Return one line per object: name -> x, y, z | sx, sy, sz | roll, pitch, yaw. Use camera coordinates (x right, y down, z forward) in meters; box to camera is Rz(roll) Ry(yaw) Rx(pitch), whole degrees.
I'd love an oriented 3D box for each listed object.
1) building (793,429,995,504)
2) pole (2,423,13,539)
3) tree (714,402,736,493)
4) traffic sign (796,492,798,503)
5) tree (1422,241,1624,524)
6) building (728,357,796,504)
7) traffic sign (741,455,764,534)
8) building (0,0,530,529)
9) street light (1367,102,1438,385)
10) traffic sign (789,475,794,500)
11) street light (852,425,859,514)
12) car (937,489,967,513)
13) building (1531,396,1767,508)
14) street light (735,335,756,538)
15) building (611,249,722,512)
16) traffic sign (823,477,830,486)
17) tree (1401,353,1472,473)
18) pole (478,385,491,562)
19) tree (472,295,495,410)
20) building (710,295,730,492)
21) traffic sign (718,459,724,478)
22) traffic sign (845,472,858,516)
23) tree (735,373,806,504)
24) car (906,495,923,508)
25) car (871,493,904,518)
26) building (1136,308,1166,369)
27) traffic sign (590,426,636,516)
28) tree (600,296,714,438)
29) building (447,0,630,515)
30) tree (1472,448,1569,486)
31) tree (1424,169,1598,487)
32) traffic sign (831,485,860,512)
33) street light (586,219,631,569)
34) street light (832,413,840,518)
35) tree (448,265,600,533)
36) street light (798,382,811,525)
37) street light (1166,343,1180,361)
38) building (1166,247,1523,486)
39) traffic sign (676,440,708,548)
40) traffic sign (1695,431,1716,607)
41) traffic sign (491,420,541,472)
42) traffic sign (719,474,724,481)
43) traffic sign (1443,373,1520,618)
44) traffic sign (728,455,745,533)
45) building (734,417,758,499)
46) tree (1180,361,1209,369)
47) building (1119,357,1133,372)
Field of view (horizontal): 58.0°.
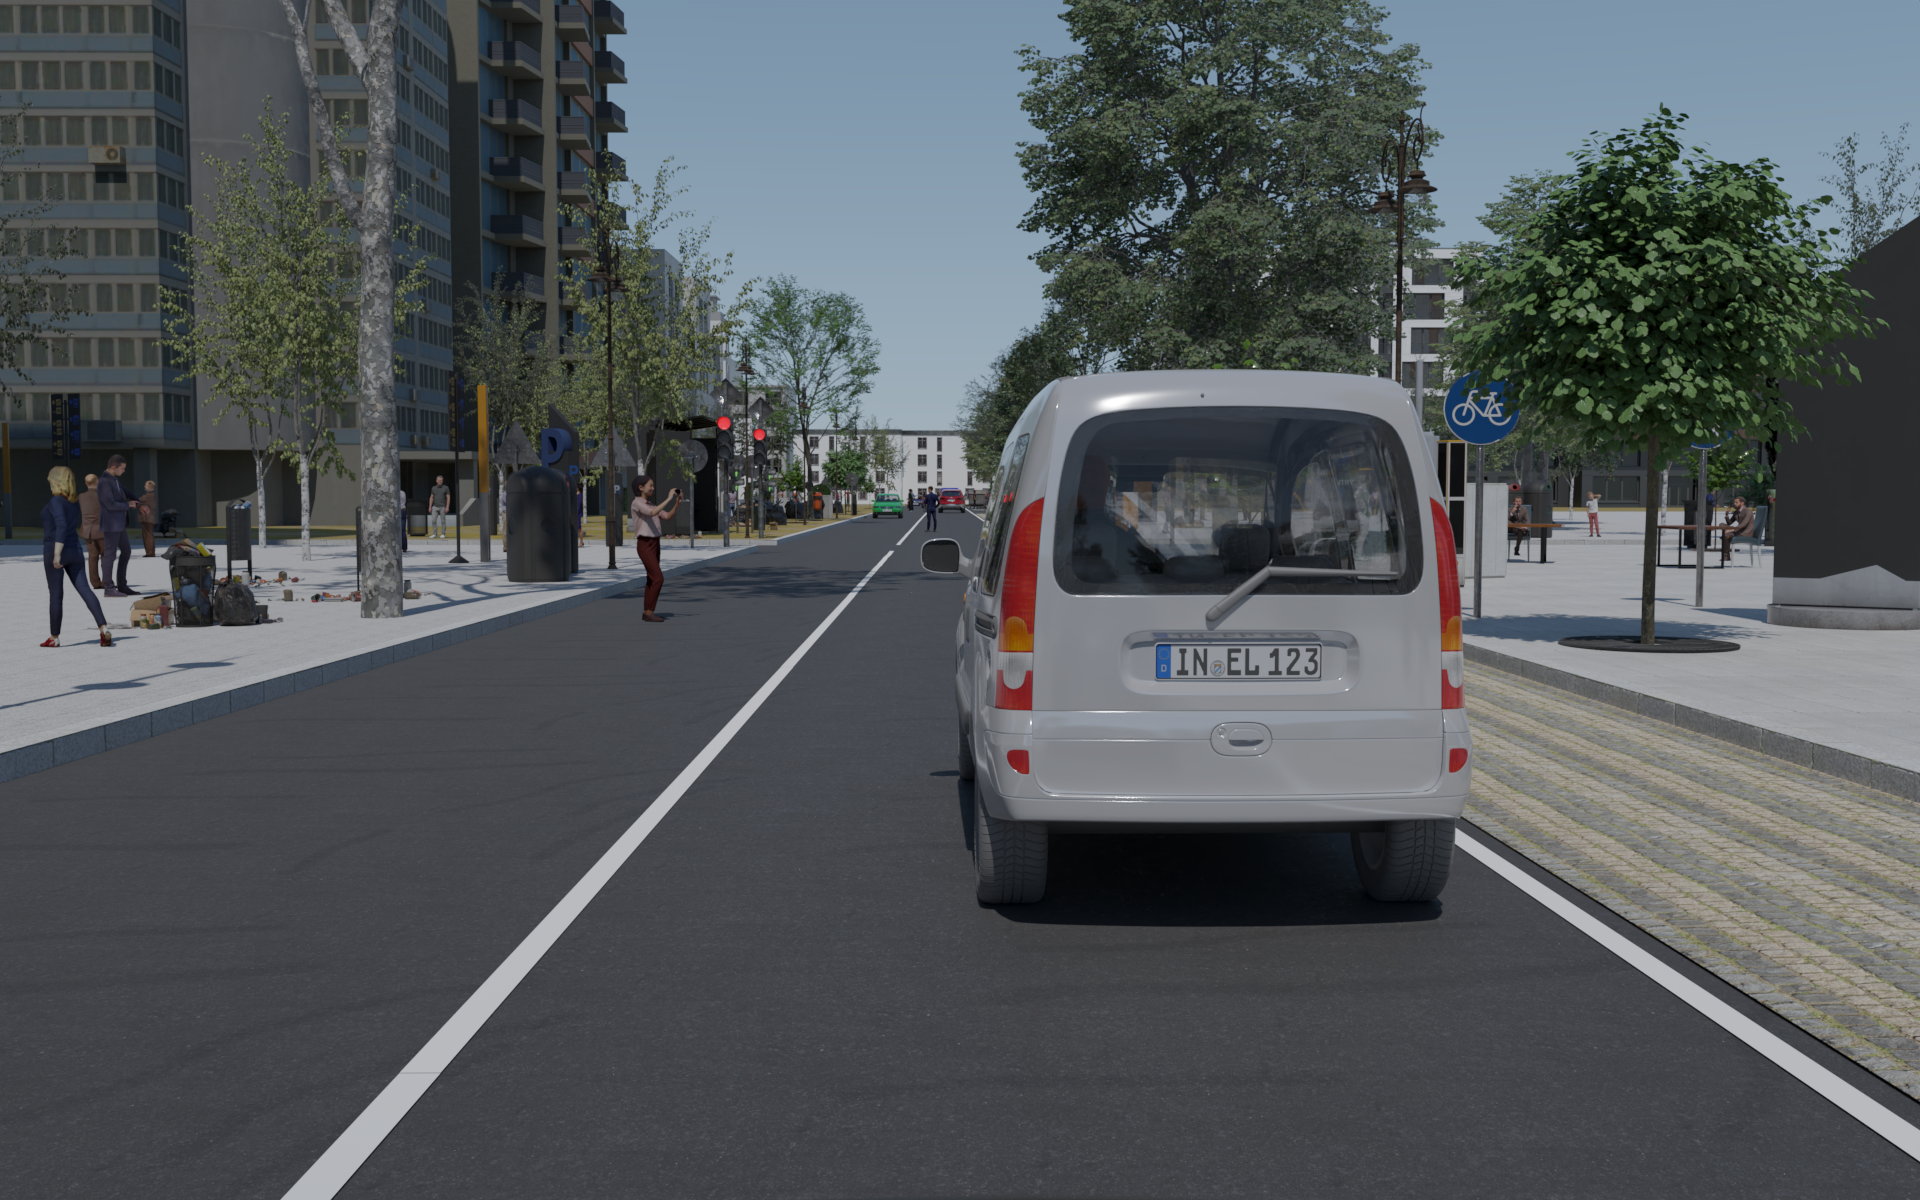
building -> -7.667, -17.513, 228.490 | 28.070, 9.664, 9.099 | 0, 4, -1
pole -> -27.312, -3.413, 49.638 | 0.158, 3.312, 0.155 | 0, 3, 0
tree -> -14.099, -9.675, 108.541 | 4.360, 8.622, 3.978 | 0, 3, 0
traffic sign -> -10.159, -6.593, 107.903 | 0.768, 2.556, 0.104 | 0, 4, 2
tree -> 25.037, -9.609, 74.110 | 9.611, 12.733, 9.660 | 0, 3, 0
building -> -38.209, -22.266, 230.510 | 31.486, 18.905, 16.747 | 0, 4, -1
traffic sign -> -6.743, -3.428, 56.157 | 0.768, 2.556, 0.104 | 0, 4, 8
building -> -35.859, -23.381, 74.159 | 32.217, 40.220, 23.993 | 0, 4, -1
street light -> 5.311, -2.947, 20.979 | 0.468, 5.910, 1.993 | 0, 4, -1
traffic sign -> -10.106, -6.410, 104.902 | 0.768, 2.556, 0.104 | 0, 4, 1
street light -> -6.783, -8.577, 113.022 | 0.468, 5.910, 1.993 | 0, 4, -1
car -> -0.619, -7.540, 131.952 | 2.281, 1.827, 5.304 | 0, 4, 1
building -> 61.943, -20.207, 174.363 | 32.646, 21.610, 27.936 | 0, 4, -1
street light -> -6.205, -4.746, 50.390 | 0.468, 5.910, 1.993 | 0, 4, -1
building -> -29.765, -16.779, 140.795 | 16.747, 18.905, 31.486 | 0, 4, -1
traffic sign -> -9.364, -7.373, 120.558 | 0.884, 2.594, 0.081 | 0, 4, 4
tree -> 24.199, -8.516, 89.594 | 4.360, 8.622, 3.978 | 0, 3, 0
pole -> -8.940, -2.367, 32.545 | 0.158, 3.312, 0.155 | 0, 3, 0
tree -> -16.442, -6.999, 64.800 | 4.737, 8.622, 4.395 | 0, 3, 0
building -> -29.695, -18.713, 162.378 | 16.016, 20.091, 11.380 | 0, 4, -1
traffic sign -> -8.281, -3.644, 59.306 | 0.795, 2.593, 0.064 | 0, 4, 3
traffic sign -> -6.376, -6.235, 102.051 | 0.768, 2.556, 0.104 | 0, 4, 5
tree -> -10.895, -9.251, 101.624 | 4.360, 8.622, 3.978 | 0, 3, 0
car -> -4.531, -10.105, 177.792 | 1.945, 1.354, 3.894 | 0, 4, -1
car -> -4.289, -5.763, 103.017 | 1.959, 1.807, 4.718 | 0, 4, -1
building -> 26.498, -19.918, 182.075 | 16.016, 20.091, 11.380 | 0, 4, -1
traffic sign -> -6.616, -2.020, 33.028 | 0.884, 2.594, 0.081 | 0, 4, 0
tree -> -11.092, -6.854, 62.428 | 4.360, 8.622, 3.978 | 0, 3, 0
building -> -31.638, -27.267, 100.441 | 22.147, 44.769, 28.867 | 0, 4, -1
tree -> 30.072, -8.687, 92.388 | 4.360, 8.622, 3.978 | 0, 3, 0
tree -> 20.493, -8.737, 60.977 | 7.486, 12.596, 7.792 | 0, 3, 0
traffic sign -> -8.184, -7.831, 121.909 | 2.265, 3.308, 0.079 | 0, 4, 0
street light -> -5.948, -3.466, 29.454 | 0.468, 5.910, 1.993 | 0, 4, -1
street light -> -6.543, -7.281, 91.834 | 0.468, 5.910, 1.993 | 0, 4, -1
tree -> -14.913, -6.516, 56.898 | 4.360, 8.622, 3.978 | 0, 3, 0
street light -> -6.391, -6.017, 71.161 | 0.468, 5.910, 1.993 | 0, 4, -1
street light -> 5.126, -4.212, 41.659 | 0.468, 5.910, 1.993 | 0, 4, -1
building -> 32.613, -19.332, 160.046 | 27.936, 21.610, 32.646 | 0, 4, -1
traffic sign -> -6.323, -2.490, 40.815 | 0.768, 2.556, 0.104 | 0, 4, 6
traffic sign -> 8.398, -1.192, 19.599 | 0.768, 2.556, 0.104 | 0, 4, 0
traffic sign -> -7.773, -1.855, 30.330 | 0.884, 2.594, 0.081 | 0, 4, 5
traffic sign -> -9.206, -4.027, 65.949 | 0.768, 2.556, 0.104 | 0, 4, 2
traffic sign -> 5.383, -1.091, 17.945 | 0.768, 2.556, 0.104 | 1, 4, 9
traffic sign -> -7.249, -3.442, 56.376 | 0.768, 2.556, 0.104 | 0, 4, 6
building -> -35.781, -14.723, 182.871 | 28.070, 9.664, 9.099 | 0, 4, -1
tree -> 12.610, -8.622, 91.340 | 4.360, 8.622, 3.978 | 0, 3, 0
building -> 22.079, -22.334, 231.625 | 31.486, 18.905, 16.747 | 0, 4, -1
